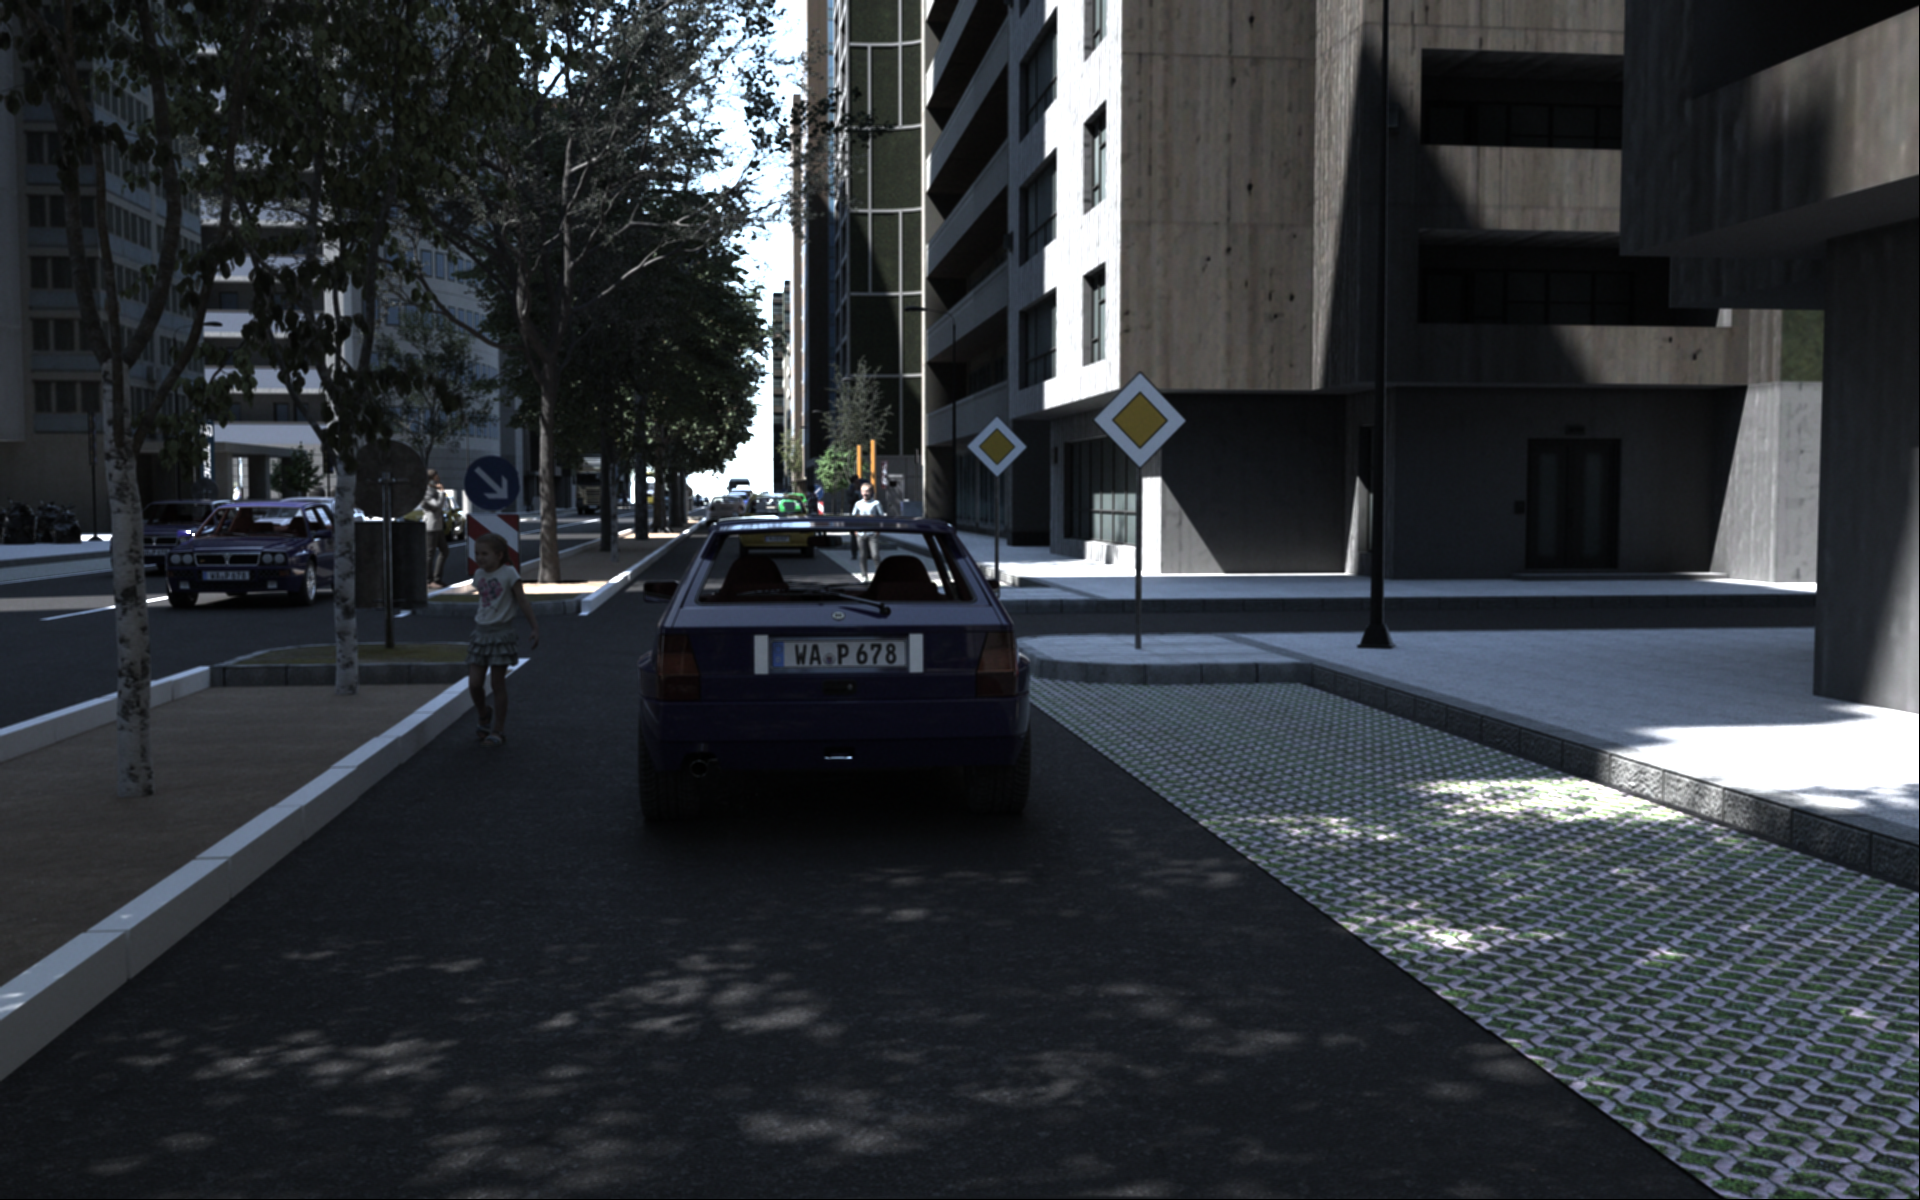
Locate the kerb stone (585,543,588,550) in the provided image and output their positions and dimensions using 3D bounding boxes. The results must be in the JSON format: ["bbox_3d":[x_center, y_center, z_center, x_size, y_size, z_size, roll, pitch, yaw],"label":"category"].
[{"bbox_3d":[-9.497,-1.302,43.482,0.120,0.150,1.000,0,4,-7],"label":"kerb stone"}]

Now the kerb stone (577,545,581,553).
[{"bbox_3d":[-9.239,-1.170,41.449,0.120,0.150,1.000,0,4,-7],"label":"kerb stone"}]

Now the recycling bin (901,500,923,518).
[{"bbox_3d":[-1.698,-2.962,60.990,0.722,1.027,0.722,0,4,-8],"label":"recycling bin"}]

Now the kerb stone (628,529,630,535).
[{"bbox_3d":[-11.559,-2.297,59.757,0.120,0.150,1.000,0,4,-7],"label":"kerb stone"}]

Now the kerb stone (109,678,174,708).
[{"bbox_3d":[-5.430,0.658,11.432,0.120,0.150,1.000,0,4,-7],"label":"kerb stone"}]

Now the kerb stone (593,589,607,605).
[{"bbox_3d":[-4.705,-0.011,22.407,0.120,0.150,1.000,0,4,-7],"label":"kerb stone"}]

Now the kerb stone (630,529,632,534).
[{"bbox_3d":[-11.686,-2.360,60.774,0.120,0.150,1.000,0,4,-7],"label":"kerb stone"}]

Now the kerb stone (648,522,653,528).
[{"bbox_3d":[-13.886,-3.415,78.073,0.120,0.150,1.000,0,4,-7],"label":"kerb stone"}]

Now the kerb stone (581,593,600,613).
[{"bbox_3d":[-4.575,0.049,21.389,0.120,0.150,1.000,0,4,-7],"label":"kerb stone"}]

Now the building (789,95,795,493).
[{"bbox_3d":[-11.615,-33.086,191.072,14.600,45.320,14.200,0,4,-7],"label":"building"}]

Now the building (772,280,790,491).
[{"bbox_3d":[-19.872,-29.131,247.991,14.160,30.474,14.107,0,4,-7],"label":"building"}]

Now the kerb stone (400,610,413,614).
[{"bbox_3d":[-6.664,0.070,21.110,0.120,0.150,1.000,0,4,-7],"label":"kerb stone"}]

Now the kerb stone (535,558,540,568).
[{"bbox_3d":[-8.208,-0.680,33.320,0.120,0.150,1.000,0,4,-7],"label":"kerb stone"}]

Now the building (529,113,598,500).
[{"bbox_3d":[-50.883,-32.746,190.017,22.147,44.769,28.867,0,4,-7],"label":"building"}]

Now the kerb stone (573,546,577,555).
[{"bbox_3d":[-9.105,-1.114,40.435,0.120,0.150,1.000,0,4,-7],"label":"kerb stone"}]

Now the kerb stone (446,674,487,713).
[{"bbox_3d":[-3.351,0.642,11.698,0.120,0.150,1.000,0,4,-7],"label":"kerb stone"}]

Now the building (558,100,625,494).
[{"bbox_3d":[-53.426,-36.163,214.968,21.300,48.544,21.600,0,4,-7],"label":"building"}]

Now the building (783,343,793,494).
[{"bbox_3d":[-7.630,-22.565,213.983,27.650,21.520,28.899,0,4,-7],"label":"building"}]

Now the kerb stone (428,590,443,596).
[{"bbox_3d":[-6.781,0.004,22.128,0.120,0.150,1.000,0,4,-7],"label":"kerb stone"}]

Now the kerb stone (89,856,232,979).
[{"bbox_3d":[-2.572,1.017,5.602,0.120,0.150,1.000,0,4,-7],"label":"kerb stone"}]

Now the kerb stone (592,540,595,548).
[{"bbox_3d":[-9.755,-1.426,45.512,0.120,0.150,1.000,0,4,-7],"label":"kerb stone"}]

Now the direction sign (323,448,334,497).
[{"bbox_3d":[-24.109,-4.534,66.132,0.379,3.537,0.876,0,4,3],"label":"direction sign"}]

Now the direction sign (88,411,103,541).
[{"bbox_3d":[-23.812,-3.401,47.597,0.379,3.537,0.876,-1,4,-17],"label":"direction sign"}]

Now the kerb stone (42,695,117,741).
[{"bbox_3d":[-5.309,0.722,10.417,0.120,0.150,1.000,0,4,-7],"label":"kerb stone"}]

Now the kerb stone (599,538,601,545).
[{"bbox_3d":[-10.013,-1.548,47.549,0.120,0.150,1.000,0,4,-7],"label":"kerb stone"}]

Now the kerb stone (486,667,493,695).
[{"bbox_3d":[-3.473,0.584,12.713,0.120,0.150,1.000,0,4,-7],"label":"kerb stone"}]

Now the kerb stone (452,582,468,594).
[{"bbox_3d":[-7.047,-0.121,24.174,0.120,0.150,1.000,0,4,-7],"label":"kerb stone"}]

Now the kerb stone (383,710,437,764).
[{"bbox_3d":[-3.082,0.767,9.667,0.120,0.150,1.000,0,4,-7],"label":"kerb stone"}]

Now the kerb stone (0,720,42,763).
[{"bbox_3d":[-5.174,0.782,9.404,0.120,0.150,1.000,0,4,-7],"label":"kerb stone"}]

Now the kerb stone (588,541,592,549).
[{"bbox_3d":[-9.620,-1.364,44.497,0.120,0.150,1.000,0,4,-7],"label":"kerb stone"}]

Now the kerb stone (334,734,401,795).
[{"bbox_3d":[-2.964,0.828,8.651,0.120,0.150,1.000,0,4,-7],"label":"kerb stone"}]

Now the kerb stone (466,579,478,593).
[{"bbox_3d":[-7.180,-0.179,25.199,0.120,0.150,1.000,0,4,-7],"label":"kerb stone"}]

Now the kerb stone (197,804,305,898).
[{"bbox_3d":[-2.702,0.953,6.620,0.120,0.150,1.000,0,4,-7],"label":"kerb stone"}]

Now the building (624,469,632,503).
[{"bbox_3d":[-52.379,-28.355,235.300,14.160,30.474,14.107,0,4,-7],"label":"building"}]

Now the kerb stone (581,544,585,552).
[{"bbox_3d":[-9.365,-1.240,42.469,0.120,0.150,1.000,0,4,-7],"label":"kerb stone"}]

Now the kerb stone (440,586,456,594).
[{"bbox_3d":[-6.916,-0.056,23.152,0.120,0.150,1.000,0,4,-7],"label":"kerb stone"}]

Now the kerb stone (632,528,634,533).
[{"bbox_3d":[-11.811,-2.422,61.788,0.120,0.150,1.000,0,4,-7],"label":"kerb stone"}]

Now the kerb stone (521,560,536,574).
[{"bbox_3d":[-8.074,-0.618,32.306,0.120,0.150,1.000,0,4,-7],"label":"kerb stone"}]

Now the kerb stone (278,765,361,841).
[{"bbox_3d":[-2.827,0.892,7.635,0.120,0.150,1.000,0,4,-7],"label":"kerb stone"}]

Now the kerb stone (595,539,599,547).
[{"bbox_3d":[-9.877,-1.488,46.526,0.120,0.150,1.000,0,4,-7],"label":"kerb stone"}]

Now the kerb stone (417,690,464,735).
[{"bbox_3d":[-3.216,0.704,10.683,0.120,0.150,1.000,0,4,-7],"label":"kerb stone"}]

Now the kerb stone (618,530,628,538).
[{"bbox_3d":[-11.430,-2.235,58.743,0.120,0.150,1.000,0,4,-7],"label":"kerb stone"}]

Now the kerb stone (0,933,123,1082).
[{"bbox_3d":[-2.447,1.079,4.587,0.120,0.150,1.000,0,4,-7],"label":"kerb stone"}]

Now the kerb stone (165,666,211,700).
[{"bbox_3d":[-5.553,0.600,12.450,0.120,0.150,1.000,0,4,-7],"label":"kerb stone"}]

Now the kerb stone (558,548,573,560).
[{"bbox_3d":[-8.976,-1.052,39.417,0.120,0.150,1.000,0,4,-7],"label":"kerb stone"}]

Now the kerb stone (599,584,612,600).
[{"bbox_3d":[-4.836,-0.075,23.429,0.120,0.150,1.000,0,4,-7],"label":"kerb stone"}]
